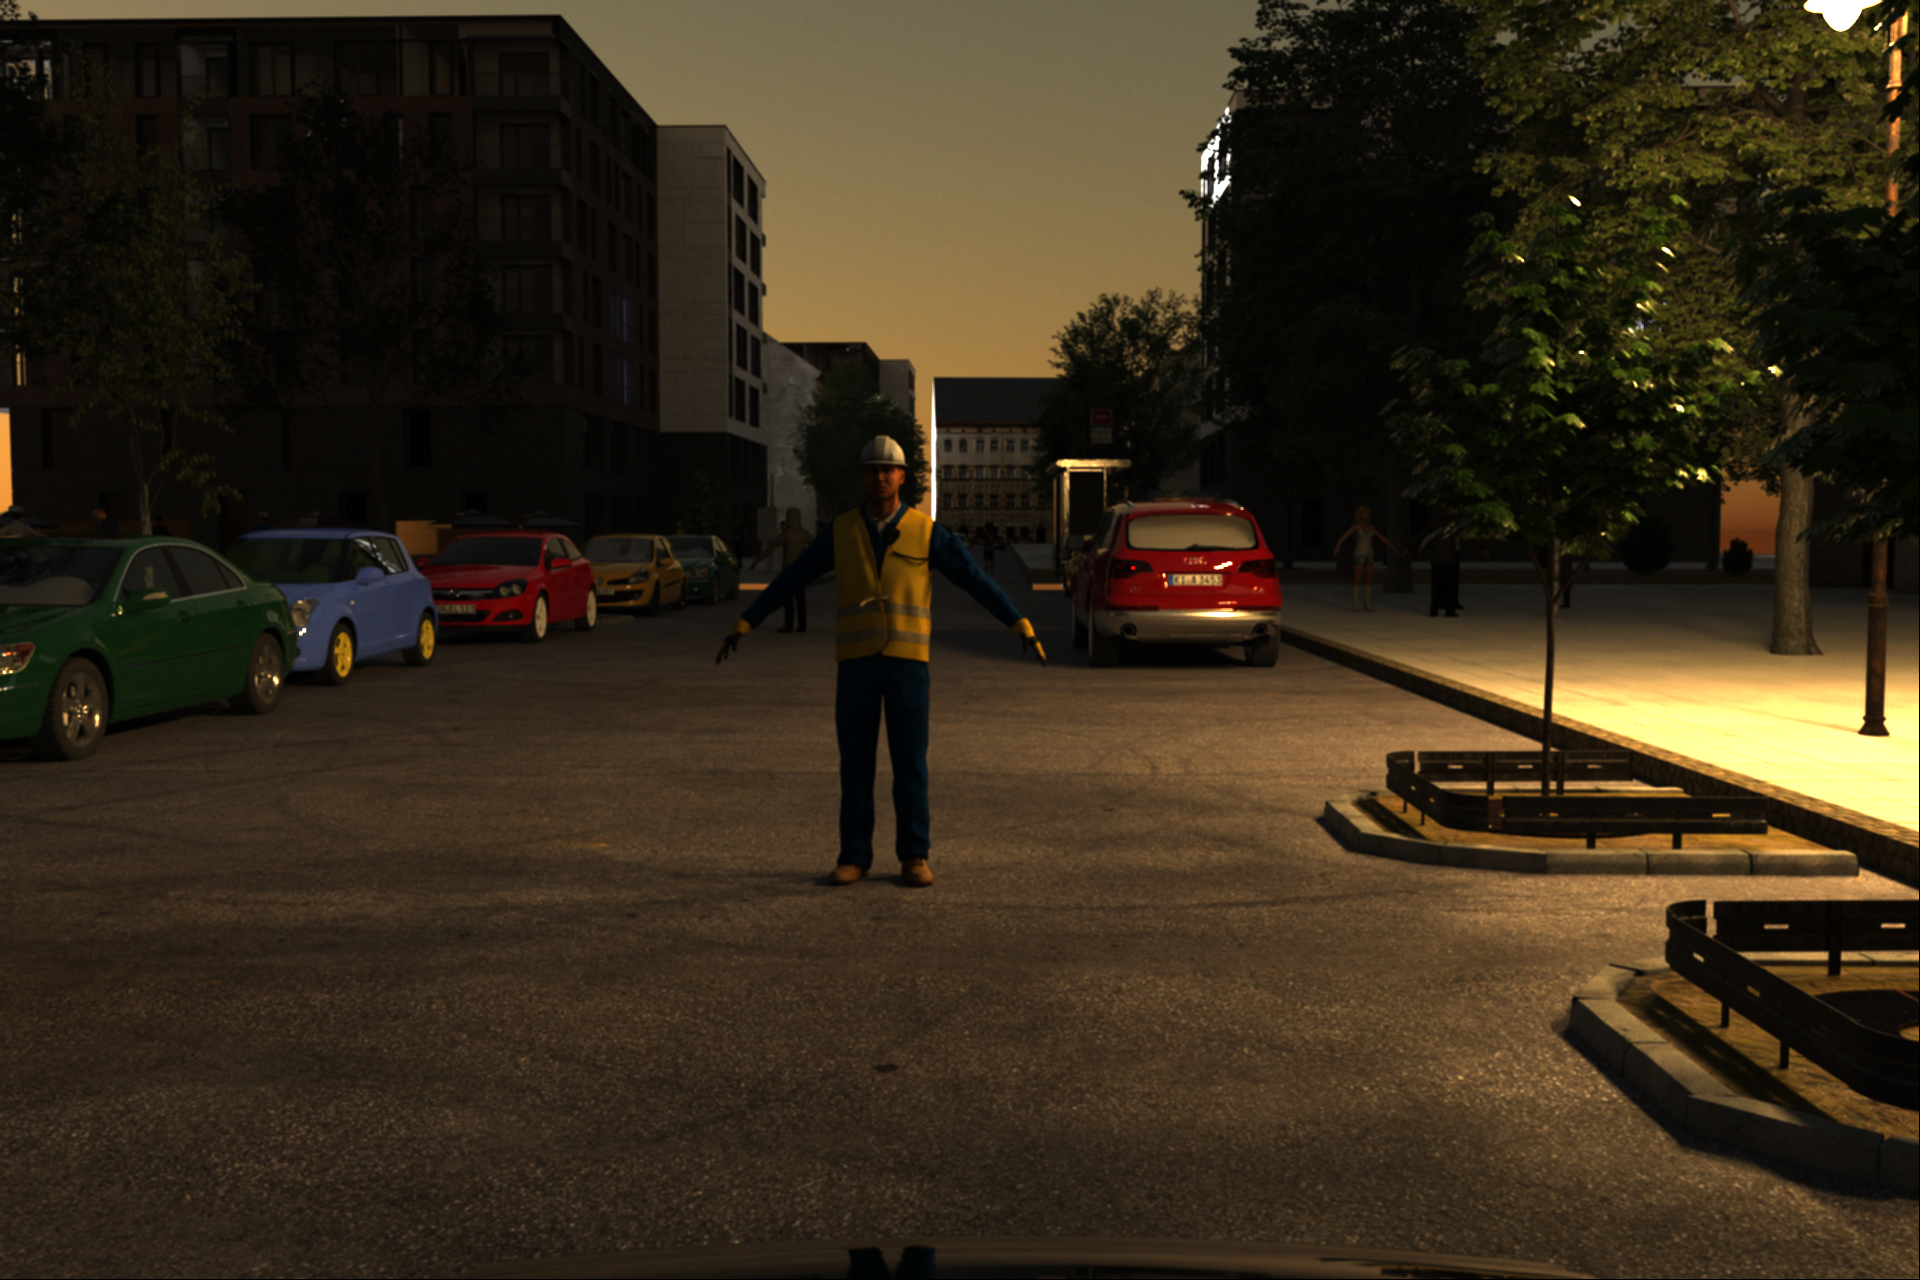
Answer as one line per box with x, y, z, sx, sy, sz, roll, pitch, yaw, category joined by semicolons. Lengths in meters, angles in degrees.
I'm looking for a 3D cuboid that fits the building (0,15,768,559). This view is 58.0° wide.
-25.703;-14.754;85.203;27.936;21.610;32.646;0;4;2;building

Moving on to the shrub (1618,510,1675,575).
21.751;-3.112;54.926;1.661;2.075;1.752;0;3;0;shrub

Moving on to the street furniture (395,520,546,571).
-17.352;-3.165;58.603;9.812;1.723;11.010;3;5;42;street furniture

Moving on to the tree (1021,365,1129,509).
7.960;-12.120;116.292;7.486;12.596;7.792;0;3;0;tree

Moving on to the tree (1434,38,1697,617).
9.092;-4.644;26.296;4.360;8.622;3.978;0;3;0;tree

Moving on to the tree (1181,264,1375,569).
11.902;-8.388;62.906;9.928;11.665;9.643;0;3;0;tree

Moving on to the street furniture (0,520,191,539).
-29.853;-3.071;57.057;11.010;1.723;9.812;3;4;36;street furniture

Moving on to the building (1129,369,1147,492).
28.434;-20.000;193.462;16.747;18.905;31.486;0;4;1;building

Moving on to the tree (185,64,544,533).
-12.162;-6.176;35.384;7.601;10.594;8.767;-1;4;-17;tree

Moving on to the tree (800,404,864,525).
-7.591;-9.061;98.505;4.360;8.622;3.978;0;3;0;tree

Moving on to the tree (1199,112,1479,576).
11.828;-8.949;52.972;9.857;13.997;8.962;0;3;0;tree

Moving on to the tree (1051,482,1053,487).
9.523;-11.907;145.048;4.360;8.622;3.978;0;3;0;tree

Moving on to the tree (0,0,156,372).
-12.510;-5.133;18.329;7.601;10.594;8.767;-2;4;-33;tree

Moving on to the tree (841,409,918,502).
-6.504;-11.624;124.458;7.601;10.594;8.767;-1;4;-8;tree

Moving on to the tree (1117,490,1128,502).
23.874;-18.428;235.704;7.601;10.594;8.767;0;4;-2;tree

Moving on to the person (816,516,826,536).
-4.550;-3.099;56.432;0.705;1.858;1.354;-1;4;-16;person

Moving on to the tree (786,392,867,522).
-7.409;-8.530;89.823;4.360;8.622;3.978;0;3;0;tree

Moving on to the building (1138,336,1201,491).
27.572;-20.569;167.225;19.493;23.208;18.063;0;4;1;building

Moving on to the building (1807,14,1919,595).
29.199;-13.499;22.865;24.374;26.755;37.873;0;4;2;building

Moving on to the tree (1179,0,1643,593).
9.668;-7.997;37.414;9.857;13.997;8.962;0;3;0;tree

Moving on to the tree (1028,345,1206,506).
7.482;-9.074;82.779;8.767;10.594;7.601;0;4;2;tree

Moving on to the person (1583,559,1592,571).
21.934;-3.128;60.416;0.599;1.433;0.991;-1;4;-12;person

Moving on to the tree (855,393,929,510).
-5.953;-13.560;139.840;7.486;12.596;7.792;0;3;0;tree

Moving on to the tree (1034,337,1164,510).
7.961;-11.139;100.242;7.486;12.596;7.792;0;3;0;tree

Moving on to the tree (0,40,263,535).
-12.509;-4.644;26.287;4.737;8.622;4.395;0;3;0;tree

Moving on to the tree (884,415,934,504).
-6.143;-13.720;150.082;9.928;11.665;9.643;0;3;0;tree

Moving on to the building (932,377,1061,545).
5.339;-24.957;241.434;18.063;23.208;19.493;0;4;-2;building

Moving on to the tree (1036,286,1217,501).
7.102;-9.040;73.566;9.928;11.665;9.643;0;3;0;tree

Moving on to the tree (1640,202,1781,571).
26.498;-8.667;59.830;7.486;12.596;7.792;0;3;0;tree

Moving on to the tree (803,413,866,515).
-6.937;-9.461;105.056;4.360;8.622;3.978;0;3;0;tree

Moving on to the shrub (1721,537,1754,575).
24.108;-2.606;53.717;1.383;1.207;1.383;0;3;0;shrub

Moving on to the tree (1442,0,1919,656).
8.661;-6.094;17.766;7.486;12.596;7.792;0;3;0;tree

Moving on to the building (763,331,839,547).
-22.332;-20.821;171.357;19.493;23.208;18.063;0;4;2;building

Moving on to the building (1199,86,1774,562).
27.029;-15.408;95.894;27.936;21.610;32.646;0;4;2;building

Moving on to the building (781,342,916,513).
-20.022;-21.847;201.176;27.936;21.610;32.646;0;4;2;building

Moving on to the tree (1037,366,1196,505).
8.293;-9.638;91.996;8.767;10.594;7.601;0;4;3;tree

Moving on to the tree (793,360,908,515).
-7.350;-11.935;113.258;7.486;12.596;7.792;0;3;0;tree
